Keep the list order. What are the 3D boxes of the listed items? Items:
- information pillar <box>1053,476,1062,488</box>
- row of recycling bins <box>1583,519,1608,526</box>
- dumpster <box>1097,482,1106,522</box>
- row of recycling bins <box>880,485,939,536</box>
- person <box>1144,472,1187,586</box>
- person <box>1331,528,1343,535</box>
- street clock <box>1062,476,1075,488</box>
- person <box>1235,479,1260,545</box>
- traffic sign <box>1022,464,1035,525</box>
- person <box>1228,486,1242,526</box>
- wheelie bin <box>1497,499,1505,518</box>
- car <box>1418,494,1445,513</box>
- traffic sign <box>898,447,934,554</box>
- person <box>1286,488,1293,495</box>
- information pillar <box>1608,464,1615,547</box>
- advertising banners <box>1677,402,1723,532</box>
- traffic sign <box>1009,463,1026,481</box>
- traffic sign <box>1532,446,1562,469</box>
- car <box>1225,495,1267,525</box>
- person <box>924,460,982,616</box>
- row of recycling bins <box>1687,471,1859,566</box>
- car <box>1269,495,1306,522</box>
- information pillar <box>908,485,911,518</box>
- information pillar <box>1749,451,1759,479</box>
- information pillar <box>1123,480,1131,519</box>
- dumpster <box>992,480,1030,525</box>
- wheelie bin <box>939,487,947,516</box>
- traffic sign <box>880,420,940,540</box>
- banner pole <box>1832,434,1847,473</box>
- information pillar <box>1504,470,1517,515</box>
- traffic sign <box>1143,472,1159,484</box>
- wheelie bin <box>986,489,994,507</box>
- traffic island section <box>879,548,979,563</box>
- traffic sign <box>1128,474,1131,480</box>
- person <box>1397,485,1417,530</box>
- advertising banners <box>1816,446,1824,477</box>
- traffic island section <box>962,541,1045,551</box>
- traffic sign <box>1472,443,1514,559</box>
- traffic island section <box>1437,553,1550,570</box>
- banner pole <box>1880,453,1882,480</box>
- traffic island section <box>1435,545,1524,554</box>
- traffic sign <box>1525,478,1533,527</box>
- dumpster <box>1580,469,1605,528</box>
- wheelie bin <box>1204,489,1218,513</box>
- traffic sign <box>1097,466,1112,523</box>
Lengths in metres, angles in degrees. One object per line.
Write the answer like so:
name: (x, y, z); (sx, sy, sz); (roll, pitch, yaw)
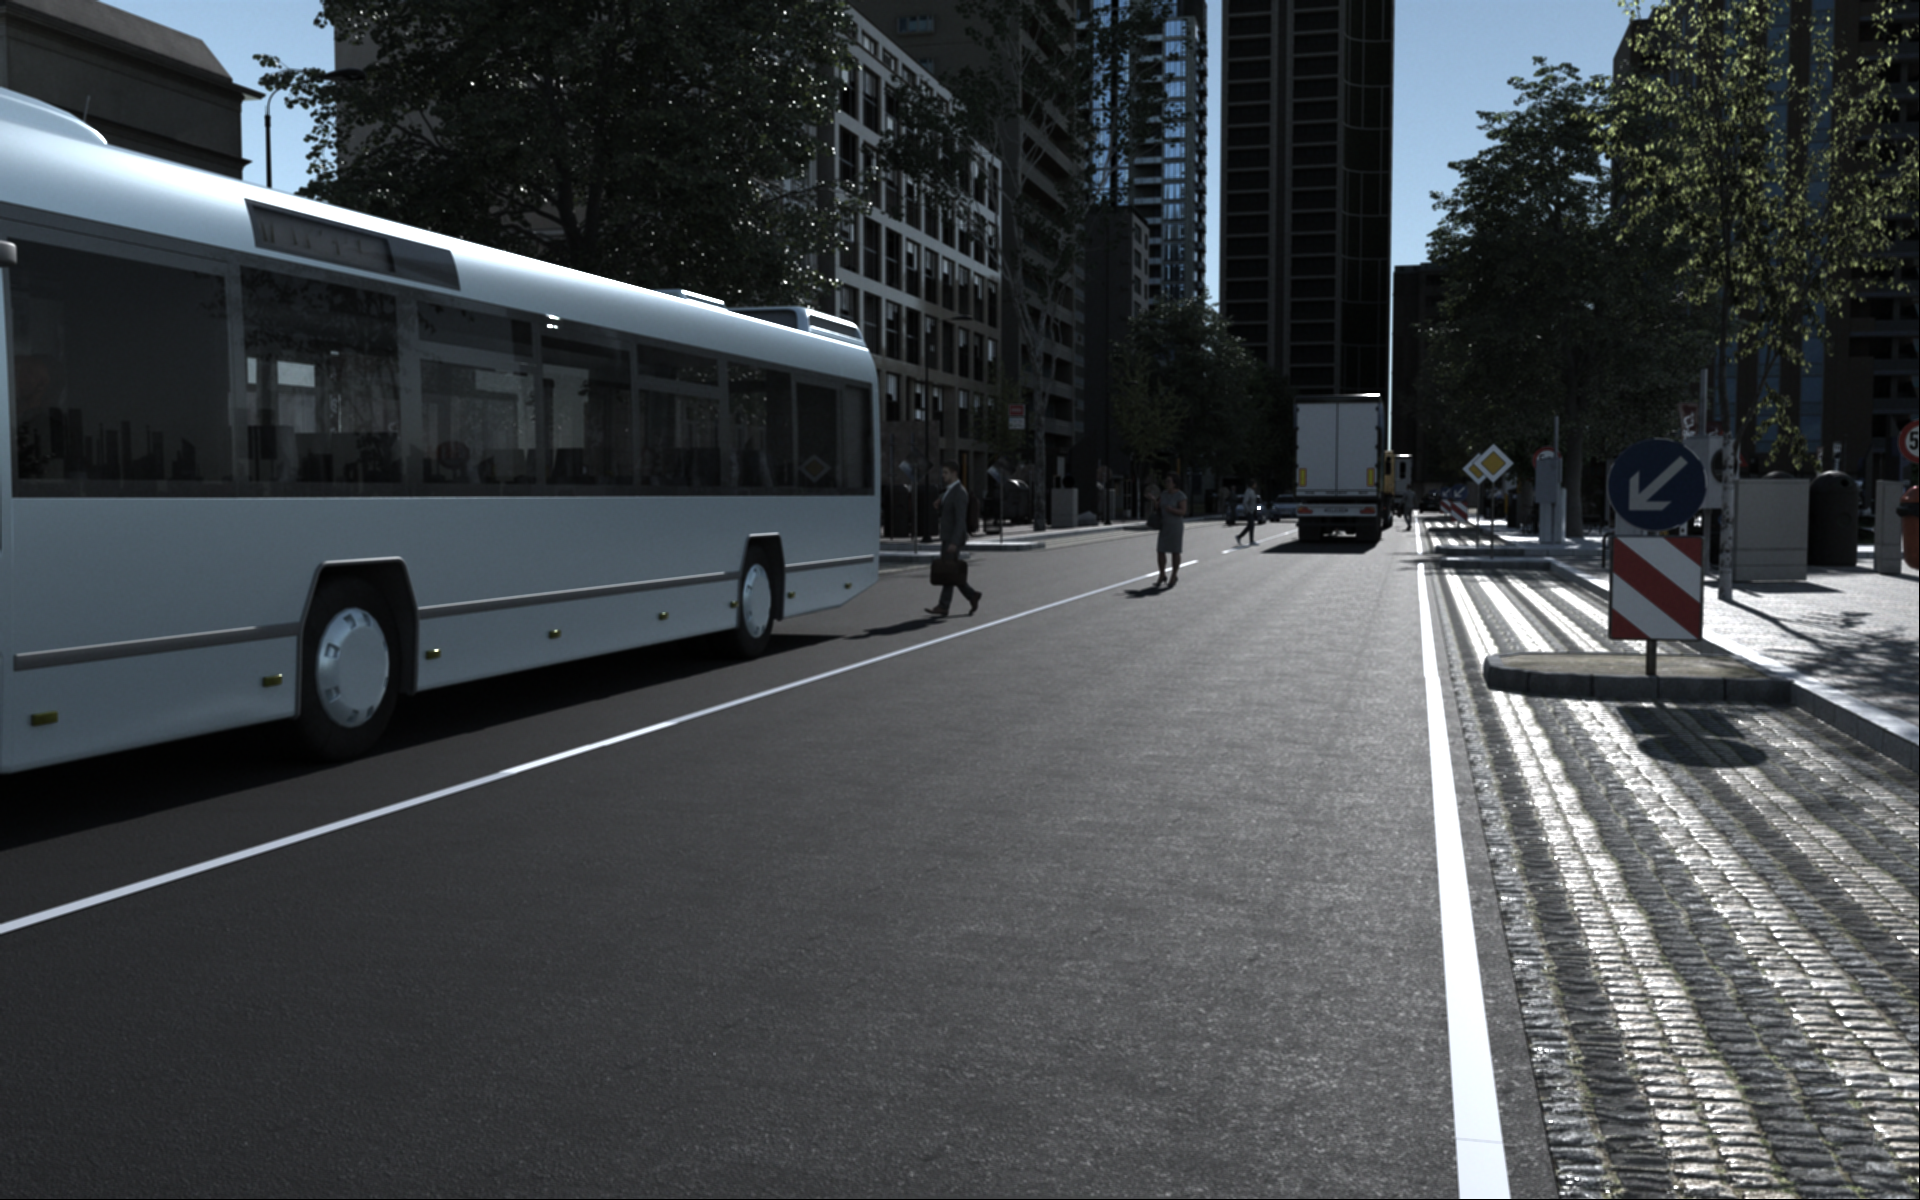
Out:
information pillar: (3.854, -3.931, 68.760); (0.304, 2.012, 0.304); (0, 4, -8)
row of recycling bins: (25.516, -3.928, 71.341); (1.069, 1.692, 3.534); (-3, 4, -36)
dumpster: (5.943, -4.505, 79.415); (1.264, 1.857, 1.865); (1, 4, 14)
row of recycling bins: (-2.355, -2.795, 52.811); (3.534, 1.692, 1.069); (-1, 4, -17)
person: (3.175, -1.115, 27.087); (0.716, 1.782, 0.532); (3, 5, 44)
person: (13.304, -3.239, 61.437); (0.573, 1.828, 0.580); (2, 4, 35)
street clock: (4.279, -3.900, 68.330); (0.471, 2.002, 0.358); (0, 4, -8)
person: (8.051, -2.456, 48.509); (0.795, 1.843, 0.661); (2, 4, 29)
traffic sign: (2.929, -4.412, 72.241); (0.768, 2.556, 0.104); (1, 4, 15)
person: (12.438, -4.264, 78.397); (0.590, 1.801, 0.661); (0, 4, -2)
wheelie bin: (29.026, -5.184, 92.666); (0.980, 1.594, 0.693); (0, 4, -4)
car: (35.512, -7.382, 130.489); (2.009, 1.686, 4.222); (1, 4, 15)
traffic sign: (-0.948, -2.051, 37.178); (0.795, 2.450, 0.064); (1, 4, 15)
person: (21.658, -6.479, 114.214); (0.659, 1.850, 0.755); (0, 4, -6)
information pillar: (15.989, -2.301, 42.106); (0.304, 2.012, 0.304); (-3, 4, -36)
advertising banners: (14.572, -2.266, 33.236); (2.074, 3.025, 0.090); (-1, 4, -18)
traffic sign: (2.455, -4.474, 73.156); (0.884, 2.594, 0.081); (1, 4, 15)
traffic sign: (15.587, -2.808, 46.016); (0.768, 2.556, 0.104); (2, 4, 24)
car: (13.757, -4.349, 83.111); (2.014, 1.417, 4.499); (1, 4, 13)
person: (-0.050, -0.732, 20.436); (0.822, 1.834, 0.622); (-2, 4, -25)
row of recycling bins: (14.390, -1.498, 31.599); (3.534, 1.692, 1.069); (1, 4, 20)
car: (17.213, -4.796, 90.412); (2.014, 1.417, 4.499); (1, 4, 16)
information pillar: (-2.426, -5.595, 82.826); (0.183, 3.616, 0.504); (0, 4, 5)
information pillar: (42.630, -6.221, 93.068); (0.504, 3.616, 0.183); (1, 4, 11)
information pillar: (8.737, -5.256, 90.425); (0.304, 2.012, 0.304); (-3, 4, -36)
dumpster: (2.090, -4.018, 71.450); (1.264, 1.857, 1.865); (1, 4, 15)
wheelie bin: (-1.077, -5.375, 95.789); (0.693, 1.594, 0.980); (-1, 4, -13)
traffic sign: (-1.616, -3.325, 48.232); (2.265, 3.308, 0.079); (2, 4, 24)
banner pole: (36.746, -5.037, 72.368); (0.863, 3.779, 0.401); (-1, 4, -17)
information pillar: (21.315, -4.623, 66.947); (0.504, 3.616, 0.183); (-1, 4, -12)
traffic sign: (10.021, -5.556, 90.850); (0.884, 2.594, 0.081); (1, 4, 22)
wheelie bin: (1.894, -5.587, 99.250); (0.980, 1.594, 0.693); (3, 5, 43)
traffic island section: (-0.973, -0.915, 37.246); (2.009, 0.180, 2.903); (1, 4, 15)
traffic sign: (10.137, -6.158, 100.782); (0.768, 2.556, 0.104); (1, 4, 18)
person: (17.978, -3.725, 69.519); (0.709, 1.813, 0.853); (-1, 4, -21)
advertising banners: (30.938, -4.097, 63.168); (2.074, 3.025, 0.090); (-2, 4, -35)
traffic island section: (1.052, -1.388, 44.971); (2.009, 0.180, 2.903); (1, 4, 15)
traffic sign: (10.506, -1.867, 34.166); (0.795, 2.450, 0.064); (1, 4, 15)
traffic island section: (10.530, -0.731, 34.237); (2.009, 0.180, 2.903); (1, 4, 15)
banner pole: (56.012, -7.060, 105.449); (0.401, 3.779, 0.863); (2, 4, 29)
traffic island section: (12.555, -1.204, 41.962); (2.009, 0.180, 2.903); (1, 4, 15)
traffic sign: (22.231, -4.159, 68.006); (0.884, 2.594, 0.081); (1, 4, 16)
dumpster: (24.245, -3.949, 67.066); (1.502, 2.255, 1.985); (1, 4, 15)
wheelie bin: (16.772, -6.612, 116.006); (0.980, 1.594, 0.693); (1, 4, 21)
traffic sign: (6.412, -4.727, 77.388); (0.768, 2.556, 0.104); (1, 4, 19)
